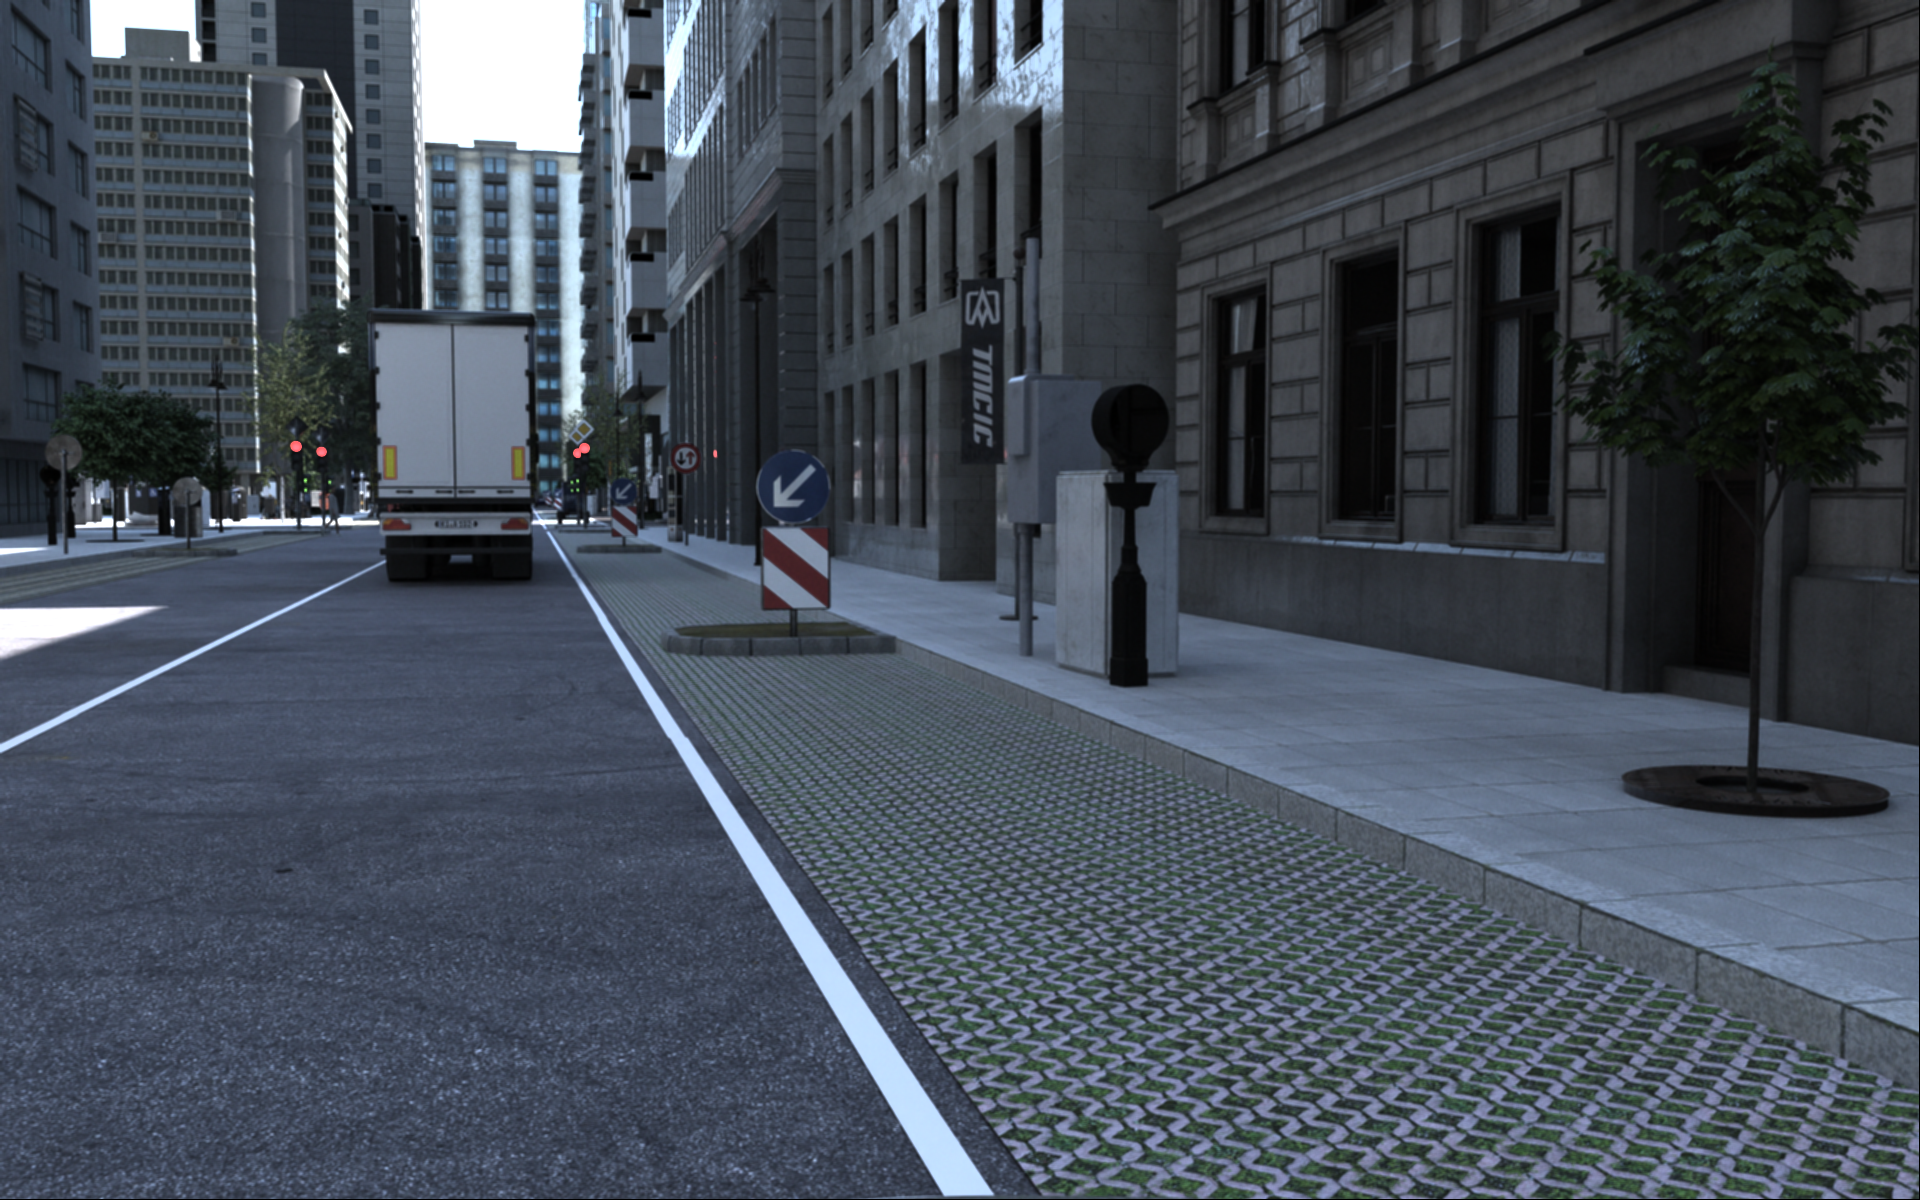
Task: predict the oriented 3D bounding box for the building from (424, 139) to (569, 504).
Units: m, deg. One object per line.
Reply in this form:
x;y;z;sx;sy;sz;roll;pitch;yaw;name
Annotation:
-63.181;-37.747;236.778;30.456;49.044;23.786;-1;4;-14;building

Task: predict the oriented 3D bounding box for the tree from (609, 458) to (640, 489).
-18.082;-5.983;92.428;1.663;3.219;1.824;0;3;0;tree

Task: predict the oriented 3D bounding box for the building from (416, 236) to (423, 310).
-64.833;-25.256;184.640;14.160;30.474;14.107;-1;4;-14;building

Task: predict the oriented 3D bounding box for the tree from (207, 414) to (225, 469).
-24.648;-4.286;53.797;4.285;4.588;4.351;0;3;0;tree

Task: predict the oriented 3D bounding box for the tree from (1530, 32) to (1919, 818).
3.492;-0.778;7.323;1.663;3.219;1.824;0;3;0;tree

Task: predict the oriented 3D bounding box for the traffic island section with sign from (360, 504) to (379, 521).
-31.390;-5.213;93.855;1.989;1.847;2.006;-1;4;-14;traffic island section with sign

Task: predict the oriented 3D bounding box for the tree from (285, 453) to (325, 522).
-30.365;-5.223;80.004;1.663;3.219;1.824;0;3;0;tree

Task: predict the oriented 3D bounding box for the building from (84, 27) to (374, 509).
-66.195;-27.974;149.255;32.217;40.220;23.993;-1;4;-14;building

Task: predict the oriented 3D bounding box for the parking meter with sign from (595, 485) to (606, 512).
-25.422;-7.635;121.085;1.738;3.016;0.543;2;4;29;parking meter with sign

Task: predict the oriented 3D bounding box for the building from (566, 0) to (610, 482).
-35.232;-54.554;204.635;22.319;86.520;31.000;-1;4;-14;building

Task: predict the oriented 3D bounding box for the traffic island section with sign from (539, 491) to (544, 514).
-28.560;-6.971;122.611;1.989;1.847;2.006;-1;4;-14;traffic island section with sign

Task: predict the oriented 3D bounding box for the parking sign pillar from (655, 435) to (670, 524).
-12.498;-5.293;75.019;1.447;3.967;1.447;-2;4;-28;parking sign pillar

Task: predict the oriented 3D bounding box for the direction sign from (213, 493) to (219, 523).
-32.801;-5.165;76.449;0.379;3.537;0.876;-1;4;-22;direction sign

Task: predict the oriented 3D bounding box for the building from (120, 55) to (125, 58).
-93.490;-34.986;195.714;21.600;48.544;21.300;-1;4;-14;building

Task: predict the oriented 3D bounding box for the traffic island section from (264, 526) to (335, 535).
-23.745;-2.440;62.170;2.009;0.180;2.903;-1;4;-14;traffic island section

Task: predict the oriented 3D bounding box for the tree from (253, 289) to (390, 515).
-37.864;-12.230;106.623;9.857;13.997;8.962;0;3;0;tree

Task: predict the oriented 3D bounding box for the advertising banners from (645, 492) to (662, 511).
-15.793;-5.900;92.659;2.074;3.025;0.090;-1;4;-20;advertising banners

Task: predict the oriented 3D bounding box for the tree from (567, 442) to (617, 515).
-22.708;-7.582;107.687;4.285;4.588;4.351;0;3;0;tree

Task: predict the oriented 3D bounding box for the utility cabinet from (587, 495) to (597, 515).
-22.263;-5.725;104.765;0.306;1.237;1.020;-2;4;-31;utility cabinet

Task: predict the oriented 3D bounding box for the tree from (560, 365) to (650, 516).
-20.079;-9.159;100.111;4.737;8.622;4.395;0;3;0;tree

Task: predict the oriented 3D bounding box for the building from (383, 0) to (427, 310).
-73.241;-46.653;201.030;20.611;71.187;20.563;-1;4;-14;building

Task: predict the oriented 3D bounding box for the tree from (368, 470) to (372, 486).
-44.291;-9.202;134.166;4.285;4.588;4.351;0;3;0;tree

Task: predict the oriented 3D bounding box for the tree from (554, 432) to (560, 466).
-34.347;-12.565;155.801;4.737;8.622;4.395;0;3;0;tree

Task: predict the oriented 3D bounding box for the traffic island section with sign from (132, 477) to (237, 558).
-17.827;-1.915;39.938;1.989;1.847;2.006;-1;4;-14;traffic island section with sign

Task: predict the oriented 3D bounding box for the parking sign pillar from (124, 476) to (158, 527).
-32.442;-4.909;68.742;1.447;3.967;1.447;2;4;31;parking sign pillar

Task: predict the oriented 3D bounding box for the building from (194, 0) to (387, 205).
-87.417;-48.290;227.796;20.611;71.187;20.563;-1;4;-14;building

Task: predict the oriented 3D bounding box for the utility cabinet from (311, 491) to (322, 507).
-47.713;-7.302;128.068;0.318;1.500;1.173;2;4;26;utility cabinet

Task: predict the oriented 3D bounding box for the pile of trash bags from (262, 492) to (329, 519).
-34.497;-4.930;90.349;1.912;1.369;3.447;3;5;43;pile of trash bags

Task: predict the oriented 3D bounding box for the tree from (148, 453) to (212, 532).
-26.774;-3.941;59.038;1.663;3.219;1.824;0;3;0;tree

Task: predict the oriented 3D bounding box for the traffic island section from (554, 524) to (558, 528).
-15.906;-3.063;72.364;2.009;0.180;2.903;-1;4;-14;traffic island section

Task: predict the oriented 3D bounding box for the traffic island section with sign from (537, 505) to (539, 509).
-40.837;-9.956;171.407;1.989;1.847;2.006;-1;4;-14;traffic island section with sign

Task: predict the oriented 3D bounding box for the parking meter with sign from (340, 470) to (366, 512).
-43.274;-7.792;123.665;0.543;3.016;1.738;2;4;32;parking meter with sign

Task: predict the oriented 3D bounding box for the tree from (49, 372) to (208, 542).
-22.777;-3.844;46.571;4.285;4.588;4.351;0;3;0;tree

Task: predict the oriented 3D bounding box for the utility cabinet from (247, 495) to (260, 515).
-43.016;-5.740;105.014;0.306;1.237;1.020;3;4;38;utility cabinet

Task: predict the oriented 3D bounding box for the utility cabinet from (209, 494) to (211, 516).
-44.073;-5.612;100.441;1.173;1.500;0.318;0;4;4;utility cabinet

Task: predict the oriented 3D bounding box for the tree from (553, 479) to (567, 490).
-48.882;-13.258;211.361;1.663;3.219;1.824;0;3;0;tree

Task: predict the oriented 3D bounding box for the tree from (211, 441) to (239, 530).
-26.723;-4.148;62.427;1.663;3.219;1.824;0;3;0;tree

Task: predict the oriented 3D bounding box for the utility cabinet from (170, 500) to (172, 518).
-42.321;-5.126;92.496;0.318;1.500;1.173;-2;4;-28;utility cabinet

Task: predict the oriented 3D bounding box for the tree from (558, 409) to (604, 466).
-32.759;-12.207;149.948;4.360;8.622;3.978;0;3;0;tree

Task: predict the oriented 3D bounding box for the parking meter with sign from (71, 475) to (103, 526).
-39.127;-4.954;77.259;0.543;3.016;1.738;1;4;20;parking meter with sign

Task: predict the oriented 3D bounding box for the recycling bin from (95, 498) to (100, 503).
-64.879;-7.157;129.578;0.722;1.027;0.722;1;4;12;recycling bin

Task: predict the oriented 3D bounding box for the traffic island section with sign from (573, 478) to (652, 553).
-8.398;-2.072;42.513;1.989;1.847;2.006;-1;4;-14;traffic island section with sign

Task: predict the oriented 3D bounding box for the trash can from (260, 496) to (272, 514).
-42.934;-5.845;107.225;0.748;1.137;0.748;0;3;0;trash can

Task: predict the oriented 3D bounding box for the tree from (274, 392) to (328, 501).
-45.885;-10.411;120.577;4.360;8.622;3.978;0;3;0;tree

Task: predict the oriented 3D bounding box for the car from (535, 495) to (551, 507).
-45.721;-10.841;189.826;1.945;1.354;3.894;-1;4;-14;car

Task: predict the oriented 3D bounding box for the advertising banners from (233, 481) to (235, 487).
-57.480;-8.591;136.647;0.090;3.025;2.074;-2;4;-35;advertising banners

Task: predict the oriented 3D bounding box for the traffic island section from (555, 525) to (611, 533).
-13.956;-2.590;64.620;2.009;0.180;2.903;-1;4;-14;traffic island section

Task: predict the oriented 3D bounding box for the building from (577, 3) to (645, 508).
-26.940;-33.996;175.449;23.786;49.044;30.456;-1;4;-14;building

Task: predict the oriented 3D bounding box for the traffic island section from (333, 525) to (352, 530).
-25.694;-2.913;69.914;2.009;0.180;2.903;-1;4;-14;traffic island section

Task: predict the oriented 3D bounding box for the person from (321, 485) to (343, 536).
-21.376;-3.040;58.955;0.466;1.731;0.760;2;4;35;person

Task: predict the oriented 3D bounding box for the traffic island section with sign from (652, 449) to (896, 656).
-1.766;-0.461;16.163;1.989;1.847;2.006;-1;4;-14;traffic island section with sign

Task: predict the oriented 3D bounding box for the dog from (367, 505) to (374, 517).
-33.366;-4.982;98.296;0.513;0.831;0.800;0;4;-5;dog

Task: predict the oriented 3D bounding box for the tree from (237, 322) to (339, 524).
-29.231;-7.615;74.862;4.737;8.622;4.395;0;3;0;tree

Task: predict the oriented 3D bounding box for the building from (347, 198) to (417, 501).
-61.519;-24.382;170.340;14.160;30.474;14.107;-1;4;-14;building

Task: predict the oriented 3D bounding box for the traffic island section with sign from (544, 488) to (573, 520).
-21.917;-5.357;96.221;1.989;1.847;2.006;-1;4;-14;traffic island section with sign
